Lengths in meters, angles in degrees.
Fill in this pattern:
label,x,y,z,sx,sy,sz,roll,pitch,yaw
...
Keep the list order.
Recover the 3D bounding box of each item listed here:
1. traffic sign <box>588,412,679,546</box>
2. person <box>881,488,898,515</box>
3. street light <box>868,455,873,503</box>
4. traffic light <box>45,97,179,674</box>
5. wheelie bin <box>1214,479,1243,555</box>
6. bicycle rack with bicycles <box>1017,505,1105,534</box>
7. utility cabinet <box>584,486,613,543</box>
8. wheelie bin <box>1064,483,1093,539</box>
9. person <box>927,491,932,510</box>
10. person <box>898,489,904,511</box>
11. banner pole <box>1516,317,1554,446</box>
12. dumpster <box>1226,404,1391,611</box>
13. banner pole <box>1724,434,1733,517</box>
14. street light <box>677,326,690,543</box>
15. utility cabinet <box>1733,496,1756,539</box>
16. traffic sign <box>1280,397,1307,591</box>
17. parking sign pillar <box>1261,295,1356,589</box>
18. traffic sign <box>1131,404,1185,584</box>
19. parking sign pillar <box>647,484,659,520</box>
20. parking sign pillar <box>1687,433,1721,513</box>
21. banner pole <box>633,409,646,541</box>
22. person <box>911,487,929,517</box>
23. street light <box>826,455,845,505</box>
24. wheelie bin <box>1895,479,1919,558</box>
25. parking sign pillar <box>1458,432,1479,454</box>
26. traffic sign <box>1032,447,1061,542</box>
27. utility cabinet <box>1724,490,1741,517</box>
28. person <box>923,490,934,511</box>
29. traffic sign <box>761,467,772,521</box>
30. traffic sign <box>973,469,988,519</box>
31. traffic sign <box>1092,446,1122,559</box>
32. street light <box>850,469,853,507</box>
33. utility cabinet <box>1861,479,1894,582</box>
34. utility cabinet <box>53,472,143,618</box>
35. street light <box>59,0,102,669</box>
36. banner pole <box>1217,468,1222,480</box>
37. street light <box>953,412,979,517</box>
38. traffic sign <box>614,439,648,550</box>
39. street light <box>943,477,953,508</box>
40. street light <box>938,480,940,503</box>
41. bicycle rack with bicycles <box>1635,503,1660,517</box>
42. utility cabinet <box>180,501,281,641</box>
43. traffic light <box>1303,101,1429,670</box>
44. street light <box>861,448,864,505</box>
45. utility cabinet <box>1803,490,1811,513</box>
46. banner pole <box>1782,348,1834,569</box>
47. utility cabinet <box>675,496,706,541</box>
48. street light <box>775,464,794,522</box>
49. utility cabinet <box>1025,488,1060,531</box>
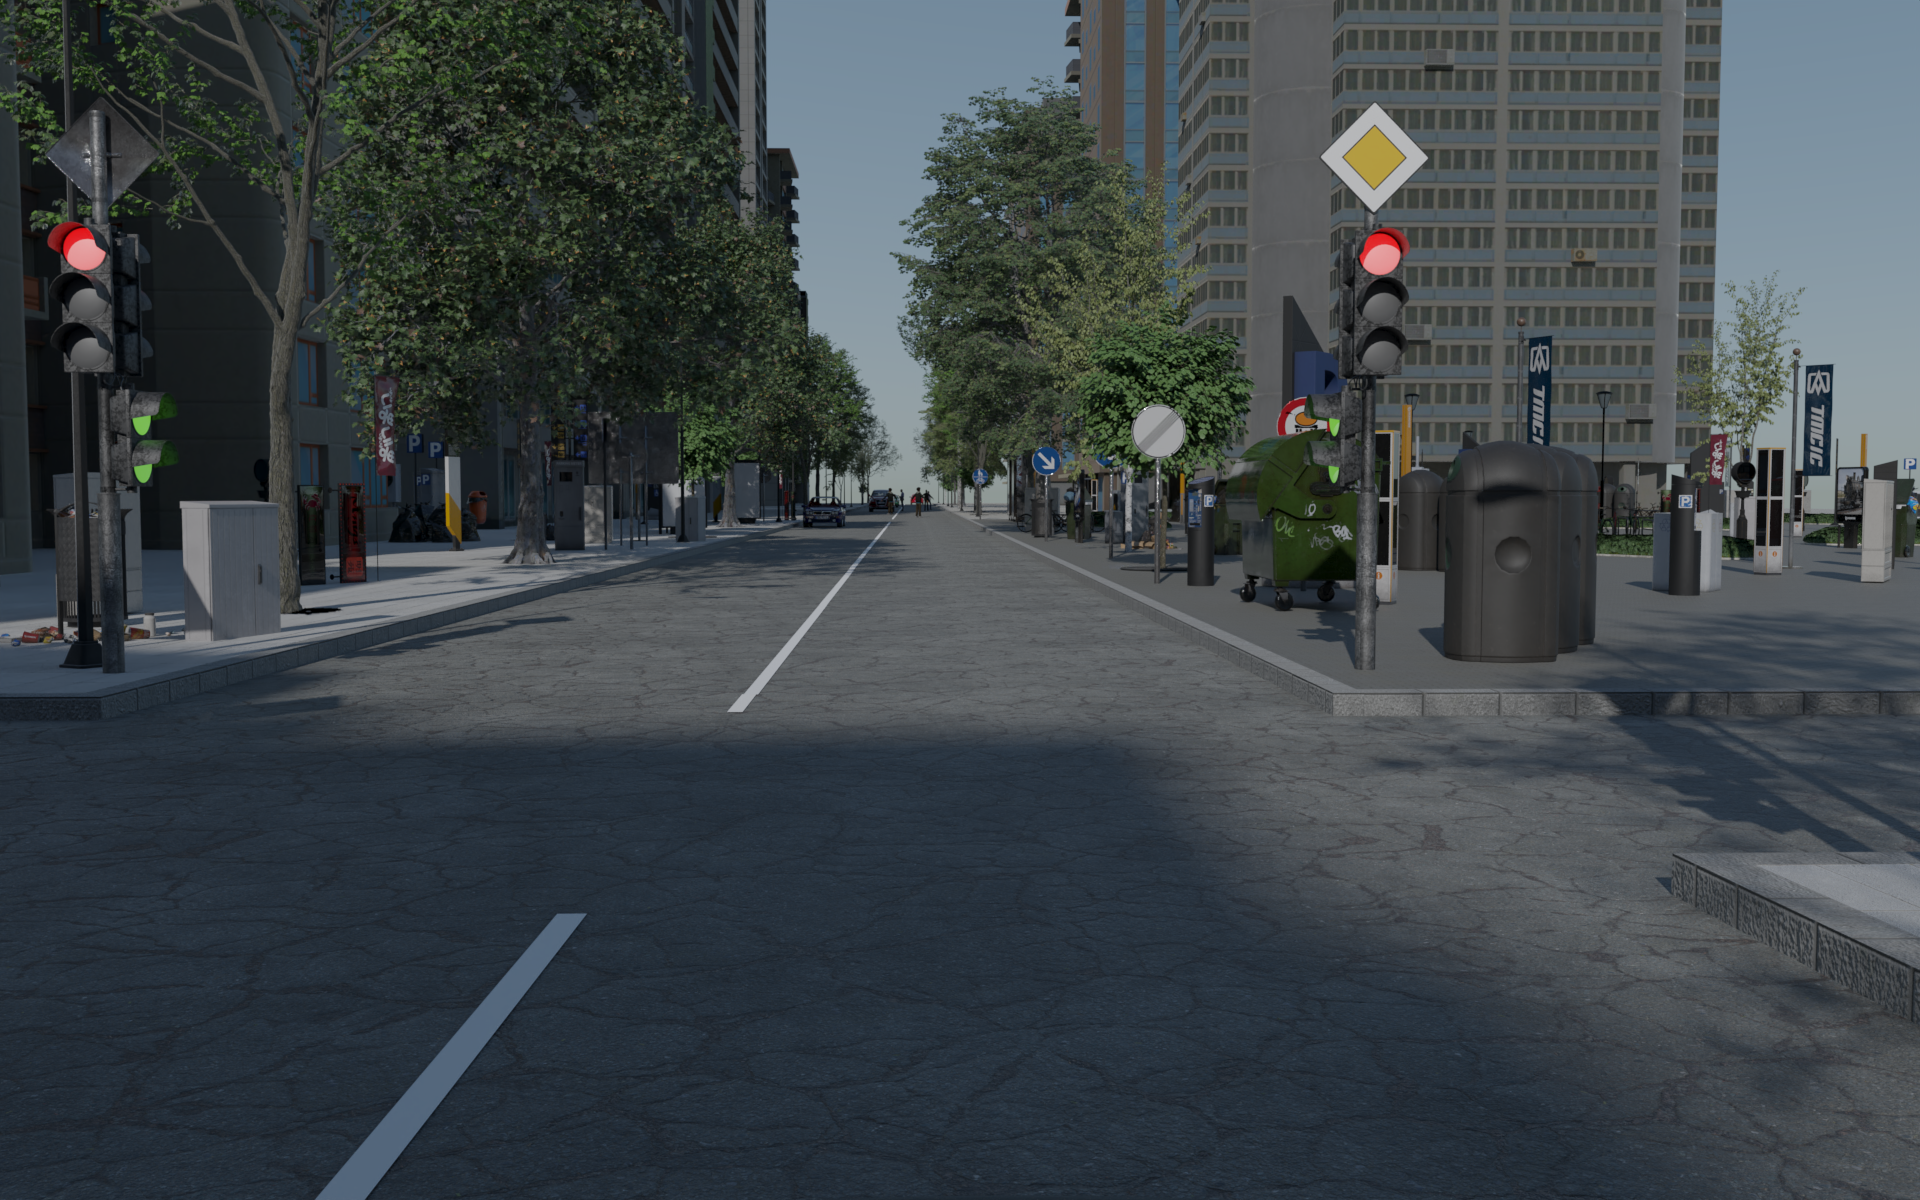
label,x,y,z,sx,sy,sz,roll,pitch,yaw
traffic sign,-8.098,-3.000,42.930,2.265,3.308,0.079,0,4,4
person,-4.855,-6.845,120.048,1.348,1.869,0.705,-2,4,-35
street light,-11.081,-14.263,205.735,1.470,5.913,1.316,0,4,-2
traffic light,-6.059,-1.431,12.317,0.839,4.253,0.868,0,4,-2
wheelie bin,5.708,-1.755,36.609,0.980,1.594,0.693,-2,4,-30
bicycle rack with bicycles,3.339,-2.690,57.368,2.925,0.926,2.852,0,4,8
utility cabinet,-9.618,-2.218,44.936,1.173,1.500,0.318,0,4,-6
wheelie bin,3.344,-2.527,49.225,0.693,1.594,0.980,2,4,26
person,-2.844,-9.079,157.882,0.436,1.711,0.756,-3,5,-44
person,-4.949,-8.317,144.358,0.599,1.838,0.709,-1,4,-13
banner pole,8.040,-2.104,24.424,0.401,3.779,0.863,-1,4,-23
dumpster,3.930,-1.050,19.656,1.502,2.255,1.985,0,4,-2
banner pole,31.670,-4.976,71.378,0.401,3.779,0.863,3,5,42
street light,-6.809,-4.480,45.784,1.470,5.913,1.316,0,4,-2
utility cabinet,21.827,-2.229,47.604,1.020,1.237,0.306,0,4,-2
traffic sign,4.540,-1.389,22.812,0.768,2.556,0.104,0,4,2
parking sign pillar,4.942,-2.178,24.075,1.447,3.967,1.447,3,4,36
traffic sign,2.825,-1.507,24.751,0.768,2.556,0.104,0,4,1
parking sign pillar,-14.983,-5.975,86.166,1.447,3.967,1.447,1,4,20
parking sign pillar,33.057,-5.415,77.010,1.447,3.967,1.447,0,4,0
banner pole,-8.764,-3.505,47.331,0.401,3.779,0.863,0,4,-6
person,-2.524,-6.006,106.330,1.348,1.869,0.705,3,4,37
street light,-8.876,-9.131,121.828,1.470,5.913,1.316,0,4,-2
wheelie bin,19.069,-1.676,35.316,0.693,1.594,0.980,-3,5,-41
parking sign pillar,22.034,-5.262,74.506,1.447,3.967,1.447,-2,4,-31
traffic sign,2.330,-2.853,46.747,0.768,2.556,0.104,0,4,0
utility cabinet,37.441,-4.582,83.600,1.173,1.500,0.318,0,4,-3
person,-2.894,-8.581,148.823,1.348,1.821,0.705,0,4,-3
traffic sign,-9.186,-4.949,81.028,0.768,2.556,0.104,0,4,0
traffic sign,1.027,-5.354,87.651,0.768,2.556,0.104,0,4,0
traffic sign,3.007,-2.098,34.409,0.768,2.556,0.104,0,4,6
street light,-9.816,-11.163,155.061,1.470,5.913,1.316,0,4,-2
utility cabinet,13.467,-1.022,25.391,0.318,1.500,1.173,2,4,33
utility cabinet,-9.013,-0.577,18.117,0.318,1.500,1.173,0,4,2
street light,-5.947,-2.456,12.696,1.470,5.913,1.316,0,4,-2
banner pole,11.285,-5.219,75.349,0.401,3.779,0.863,0,4,-5
street light,0.488,-7.650,97.612,1.470,5.913,1.316,0,4,-2
traffic sign,-7.595,-2.439,39.981,0.768,2.556,0.104,0,4,0
street light,-0.409,-9.697,131.080,1.470,5.913,1.316,0,4,-2
street light,-1.302,-11.724,164.220,1.470,5.913,1.316,0,4,-2
bicycle rack with bicycles,28.704,-3.611,72.427,2.925,0.926,2.852,2,4,34
utility cabinet,-6.525,-0.269,15.555,0.306,1.237,1.020,1,4,12
traffic light,2.949,-1.447,12.576,0.839,4.253,0.868,0,4,-2
street light,-10.302,-12.237,172.609,1.470,5.913,1.316,0,4,-2
utility cabinet,40.882,-4.601,83.909,0.318,1.500,1.173,3,5,44
banner pole,14.494,-2.423,29.631,0.401,3.779,0.863,-3,5,-39
utility cabinet,-7.368,-2.210,47.297,1.020,1.237,0.306,3,5,44
street light,-7.726,-6.503,78.871,1.470,5.913,1.316,0,4,-2
utility cabinet,2.816,-3.089,59.181,1.173,1.500,0.318,1,4,15
